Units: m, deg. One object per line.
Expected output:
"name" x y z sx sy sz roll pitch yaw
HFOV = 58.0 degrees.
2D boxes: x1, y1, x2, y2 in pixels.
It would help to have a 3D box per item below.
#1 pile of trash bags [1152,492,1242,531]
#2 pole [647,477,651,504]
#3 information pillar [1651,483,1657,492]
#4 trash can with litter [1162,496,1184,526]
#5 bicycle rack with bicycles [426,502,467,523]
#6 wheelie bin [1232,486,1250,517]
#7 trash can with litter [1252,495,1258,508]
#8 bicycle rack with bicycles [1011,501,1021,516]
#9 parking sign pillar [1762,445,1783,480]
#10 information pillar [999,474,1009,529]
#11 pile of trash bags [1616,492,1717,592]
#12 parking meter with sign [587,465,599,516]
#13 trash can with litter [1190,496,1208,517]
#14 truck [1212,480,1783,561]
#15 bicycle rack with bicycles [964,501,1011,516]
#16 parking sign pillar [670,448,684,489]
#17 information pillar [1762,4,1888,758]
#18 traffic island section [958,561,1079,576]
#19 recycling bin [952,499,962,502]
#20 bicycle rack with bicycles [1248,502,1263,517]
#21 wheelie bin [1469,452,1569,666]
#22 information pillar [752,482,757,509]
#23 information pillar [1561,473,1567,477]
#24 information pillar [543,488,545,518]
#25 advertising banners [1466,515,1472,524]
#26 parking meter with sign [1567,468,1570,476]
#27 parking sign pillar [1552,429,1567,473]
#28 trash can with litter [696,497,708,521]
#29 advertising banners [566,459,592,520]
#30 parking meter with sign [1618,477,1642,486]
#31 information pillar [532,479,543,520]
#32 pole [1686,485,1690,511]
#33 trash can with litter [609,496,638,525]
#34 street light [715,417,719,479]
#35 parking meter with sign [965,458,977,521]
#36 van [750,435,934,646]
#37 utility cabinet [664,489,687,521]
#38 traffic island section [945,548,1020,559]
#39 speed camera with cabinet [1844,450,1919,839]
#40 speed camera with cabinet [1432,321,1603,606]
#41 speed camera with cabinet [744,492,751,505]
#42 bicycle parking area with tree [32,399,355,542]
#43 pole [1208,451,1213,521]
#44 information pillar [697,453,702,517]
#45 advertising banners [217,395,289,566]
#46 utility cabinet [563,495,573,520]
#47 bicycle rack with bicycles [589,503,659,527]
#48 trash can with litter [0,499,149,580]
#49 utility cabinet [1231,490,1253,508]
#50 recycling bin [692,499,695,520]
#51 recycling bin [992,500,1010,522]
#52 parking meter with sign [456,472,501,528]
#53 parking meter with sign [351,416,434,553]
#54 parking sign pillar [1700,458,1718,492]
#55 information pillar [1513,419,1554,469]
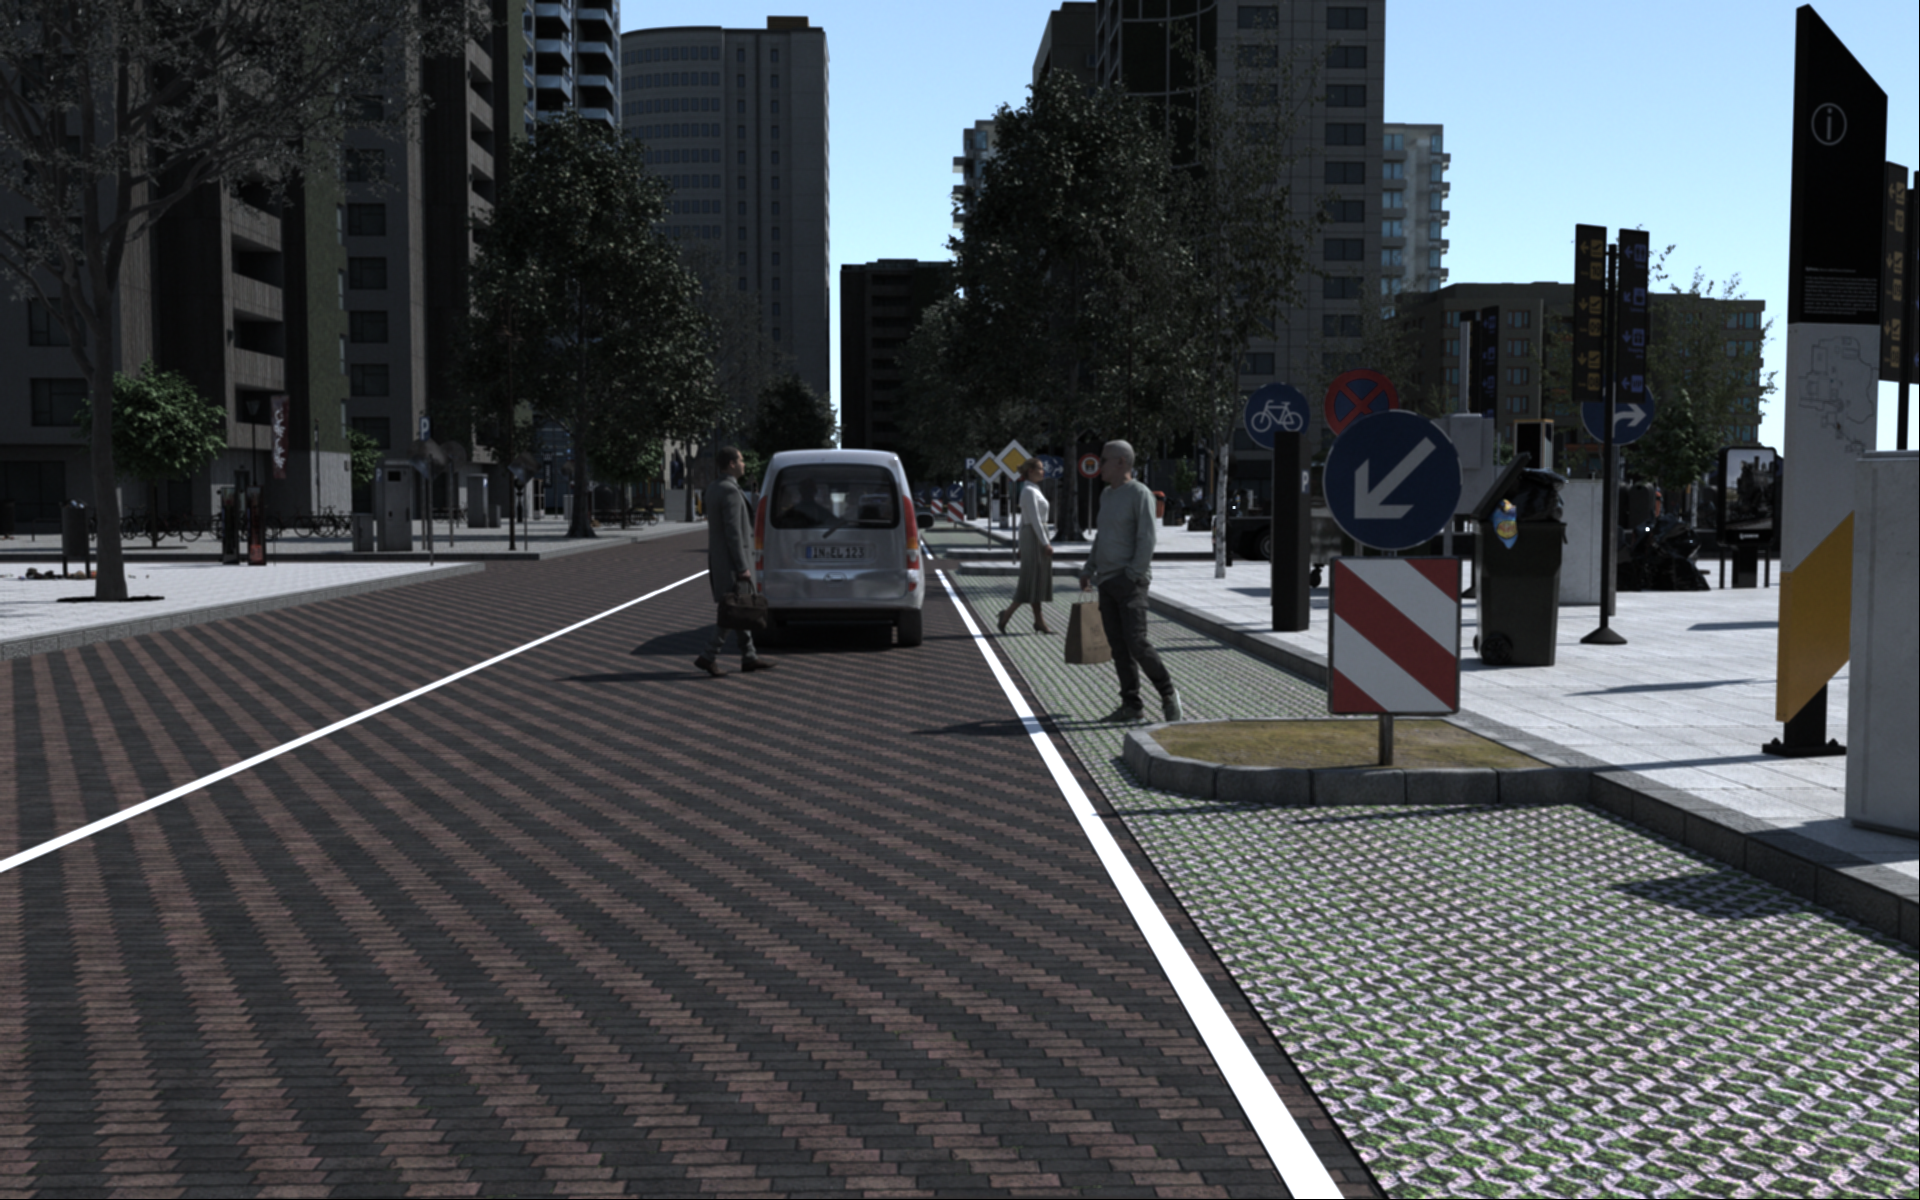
"pile of trash bags" 8.222 -3.087 60.229 3.447 1.369 1.912 1 4 19
"pole" -19.393 -6.984 108.024 0.158 3.312 0.155 0 3 0
"information pillar" 30.009 -4.321 75.145 0.304 2.012 0.304 -2 4 -26
"trash can with litter" 8.443 -3.537 69.212 1.055 1.170 0.624 -3 5 -42
"bicycle rack with bicycles" -22.539 -3.956 78.060 2.852 0.926 2.925 3 5 41
"wheelie bin" 10.837 -3.605 66.850 0.693 1.594 0.980 0 4 6
"trash can with litter" 16.367 -5.334 98.266 2.233 1.210 1.678 3 5 43
"bicycle rack with bicycles" 5.076 -5.906 109.937 2.852 0.926 2.925 1 4 14
"parking sign pillar" 44.515 -6.497 94.700 1.447 3.967 1.447 1 4 16
"information pillar" 1.638 -3.656 64.270 0.304 2.012 0.304 1 4 12
"pile of trash bags" 9.149 -0.891 24.319 1.912 1.369 3.447 0 4 6
"parking meter with sign" -21.685 -6.495 102.455 0.543 3.016 1.738 1 4 22
"trash can with litter" 12.668 -4.870 91.005 1.055 1.170 0.624 -1 4 -12
"truck" 14.735 -2.799 35.525 18.799 4.110 2.967 0 4 0
"bicycle rack with bicycles" 1.191 -5.605 105.022 2.925 0.926 2.852 -1 4 -10
"parking sign pillar" -16.578 -6.921 101.631 1.447 3.967 1.447 -2 4 -27
"information pillar" 4.249 -1.046 8.464 0.504 3.616 0.183 -1 4 -14
"traffic island section" 1.003 -0.559 31.423 2.009 0.180 2.903 0 4 -2
"recycling bin" -0.041 -6.008 110.789 0.722 1.027 0.722 3 4 39
"bicycle rack with bicycles" 13.812 -4.074 79.999 2.925 0.926 2.852 -1 4 -18
"wheelie bin" 4.248 -0.322 13.165 0.693 1.594 0.980 1 4 12
"information pillar" -12.143 -5.984 102.322 0.304 2.012 0.304 -1 4 -13
"information pillar" 20.851 -3.400 60.084 0.304 2.012 0.304 3 4 37
"information pillar" -22.040 -5.290 90.986 0.304 2.012 0.304 3 4 38
"advertising banners" 22.358 -4.846 75.425 2.074 3.025 0.090 -3 5 -41
"parking meter with sign" 39.391 -7.227 114.416 0.543 3.016 1.738 -2 4 -32
"parking sign pillar" 24.591 -5.119 72.163 1.447 3.967 1.447 3 5 45
"trash can with litter" -12.227 -4.462 84.007 1.678 1.210 2.233 0 4 -5
"advertising banners" -18.707 -5.551 86.952 2.074 3.025 0.090 0 4 -4
"parking meter with sign" 33.858 -5.629 88.300 1.738 3.016 0.543 2 4 29
"information pillar" -20.824 -4.932 85.135 0.304 2.012 0.304 -1 4 -22
"pole" 35.426 -5.529 84.250 0.158 3.312 0.155 0 3 0
"trash can with litter" -14.458 -3.821 73.536 1.678 1.210 2.233 1 4 16
"street light" -12.156 -6.949 86.407 0.468 5.910 1.993 0 4 -2
"parking meter with sign" 0.572 -5.395 84.474 0.543 3.016 1.738 0 4 4
"van" -1.247 -0.654 17.701 2.013 2.044 4.112 0 4 -3
"utility cabinet" -13.374 -4.471 81.781 1.173 1.500 0.318 -2 4 -24
"traffic island section" 0.691 -1.047 39.402 2.009 0.180 2.903 0 4 -2
"speed camera with cabinet" 4.444 -0.759 6.753 2.038 3.252 0.660 -2 4 -24
"speed camera with cabinet" 6.483 -1.577 20.113 2.038 3.252 0.660 0 4 2
"speed camera with cabinet" -14.620 -7.295 113.606 0.660 3.252 2.038 3 5 40
"bicycle parking area with tree" -21.661 -3.859 50.101 9.016 4.147 8.231 1 4 21
"pole" 11.740 -5.336 81.094 0.158 3.312 0.155 0 3 0
"information pillar" -14.798 -6.537 98.236 0.183 3.616 0.504 -2 4 -24
"advertising banners" -12.664 -2.134 31.075 2.074 3.025 0.090 2 4 32
"utility cabinet" -18.862 -4.500 84.733 1.020 1.237 0.306 -1 4 -21
"bicycle rack with bicycles" -13.510 -3.448 69.756 2.925 0.926 2.852 -2 4 -35
"trash can with litter" -13.683 -0.942 26.452 2.233 1.210 1.678 2 4 25
"utility cabinet" 15.487 -5.296 95.270 1.173 1.500 0.318 1 4 15
"recycling bin" -13.811 -4.571 87.282 0.722 1.027 0.722 -2 4 -29
"recycling bin" 1.868 -4.082 79.296 0.722 1.027 0.722 1 4 12
"parking meter with sign" -18.281 -4.240 65.589 1.738 3.016 0.543 1 4 10
"parking meter with sign" -12.627 -2.586 38.538 1.738 3.016 0.543 -3 5 -42
"parking sign pillar" 42.884 -6.736 98.613 1.447 3.967 1.447 -3 4 -37
"information pillar" 5.674 -0.777 17.192 0.304 2.012 0.304 2 4 35
